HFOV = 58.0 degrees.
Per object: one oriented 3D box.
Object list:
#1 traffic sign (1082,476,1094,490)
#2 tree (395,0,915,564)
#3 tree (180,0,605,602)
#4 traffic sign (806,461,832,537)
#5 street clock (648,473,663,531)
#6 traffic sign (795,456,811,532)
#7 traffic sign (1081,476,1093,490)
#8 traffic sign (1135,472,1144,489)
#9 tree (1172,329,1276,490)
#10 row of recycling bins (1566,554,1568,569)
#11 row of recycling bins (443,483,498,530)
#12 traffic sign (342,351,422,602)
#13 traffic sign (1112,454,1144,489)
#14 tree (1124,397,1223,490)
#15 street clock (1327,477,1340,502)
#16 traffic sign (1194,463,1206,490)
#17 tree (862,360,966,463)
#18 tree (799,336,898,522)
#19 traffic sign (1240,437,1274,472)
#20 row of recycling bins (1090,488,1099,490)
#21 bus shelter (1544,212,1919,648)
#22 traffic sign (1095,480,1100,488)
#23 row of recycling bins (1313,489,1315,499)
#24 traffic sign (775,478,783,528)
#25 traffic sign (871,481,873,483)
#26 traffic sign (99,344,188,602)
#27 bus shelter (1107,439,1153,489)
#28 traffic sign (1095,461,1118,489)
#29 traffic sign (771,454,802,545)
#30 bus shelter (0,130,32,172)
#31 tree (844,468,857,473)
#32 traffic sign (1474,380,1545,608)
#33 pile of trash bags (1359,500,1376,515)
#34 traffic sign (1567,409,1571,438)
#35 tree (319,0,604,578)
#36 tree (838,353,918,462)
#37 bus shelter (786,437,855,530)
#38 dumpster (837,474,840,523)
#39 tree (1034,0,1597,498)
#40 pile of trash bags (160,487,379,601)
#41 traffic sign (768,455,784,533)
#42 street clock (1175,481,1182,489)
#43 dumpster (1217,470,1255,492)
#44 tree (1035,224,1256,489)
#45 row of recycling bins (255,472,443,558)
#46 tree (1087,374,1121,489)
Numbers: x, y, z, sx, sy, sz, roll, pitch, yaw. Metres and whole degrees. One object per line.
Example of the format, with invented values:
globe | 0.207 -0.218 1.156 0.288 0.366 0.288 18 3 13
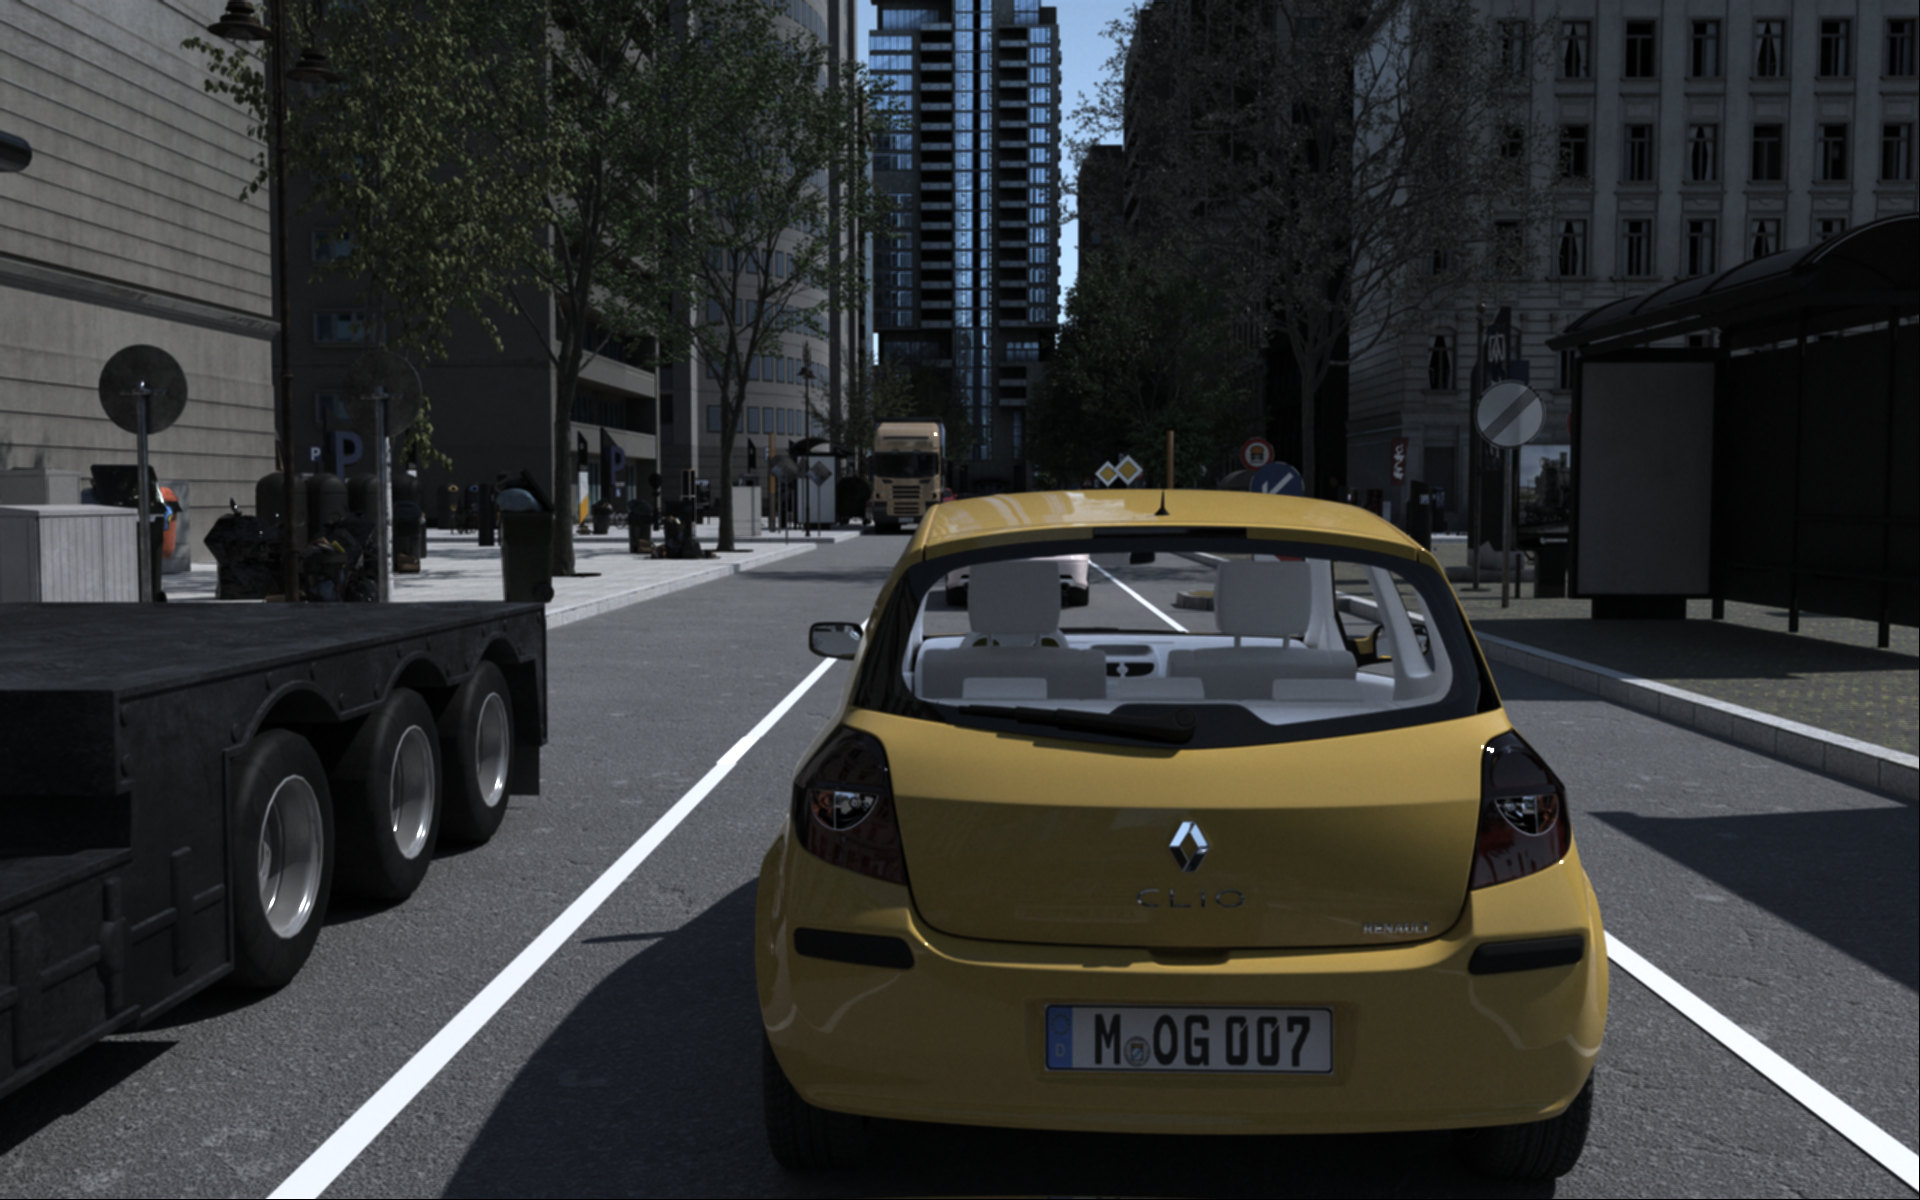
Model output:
traffic sign | 8.943 -7.426 121.424 0.884 2.594 0.081 0 4 3
tree | -5.022 -6.874 38.145 9.928 11.665 9.643 0 3 0
tree | -6.194 -4.212 19.230 4.737 8.622 4.395 0 3 0
traffic sign | -4.229 -2.957 51.983 0.795 2.450 0.064 0 4 1
street clock | -10.623 -3.420 60.490 0.471 2.002 0.358 0 4 -1
traffic sign | -5.325 -3.596 58.793 0.884 2.594 0.081 1 4 9
traffic sign | 9.074 -7.574 123.833 0.884 2.594 0.081 0 4 4
traffic sign | 6.357 -3.810 62.395 0.768 2.556 0.104 1 4 10
tree | 11.816 -7.799 77.882 4.737 8.622 4.395 0 3 0
row of recycling bins | 11.303 -1.311 28.547 1.069 1.692 3.534 -1 4 -23
row of recycling bins | -17.203 -3.420 63.032 3.534 1.692 1.069 -1 4 -11
traffic sign | -5.148 -0.936 15.413 0.768 2.556 0.104 1 4 11
traffic sign | 4.240 -2.456 43.793 0.795 2.450 0.064 0 4 1
tree | 7.307 -4.571 58.448 4.285 4.588 4.351 0 3 0
street clock | 15.688 -4.176 72.840 0.471 2.002 0.358 2 4 33
traffic sign | 8.468 -3.804 62.308 0.768 2.556 0.104 0 4 2
tree | -3.125 -11.325 119.583 7.601 10.594 8.767 -1 4 -18
tree | -5.054 -7.952 80.375 4.360 8.622 3.978 0 3 0
traffic sign | 6.691 -2.385 39.102 0.768 2.556 0.104 0 4 2
row of recycling bins | 9.470 -6.605 115.100 1.069 1.692 3.534 2 4 27
bus shelter | 6.999 -1.302 15.207 2.014 3.302 5.546 0 4 1
traffic sign | 9.540 -7.155 119.106 0.606 2.300 0.079 0 4 2
row of recycling bins | 11.448 -3.440 63.362 3.534 1.692 1.069 -2 4 -23
traffic sign | -6.734 -3.863 65.296 0.606 2.300 0.079 0 4 4
traffic sign | -5.216 -6.389 104.471 0.884 2.594 0.081 0 4 8
traffic sign | -6.963 -0.897 14.775 0.768 2.556 0.104 0 4 2
bus shelter | 7.613 -5.251 77.137 1.731 3.624 6.357 0 4 1
traffic sign | 4.413 -2.944 51.776 0.795 2.450 0.064 0 4 1
traffic sign | -4.402 -2.468 44.000 0.795 2.450 0.064 0 4 1
bus shelter | -6.583 -1.721 5.766 2.179 5.291 8.768 0 4 1
tree | -6.877 -7.207 112.433 1.663 3.219 1.824 0 3 0
traffic sign | 6.151 -1.183 19.455 0.768 2.556 0.104 0 4 8
pile of trash bags | 27.981 -6.891 122.414 3.447 1.369 1.912 2 4 25
traffic sign | 7.997 -1.324 21.755 0.768 2.556 0.104 1 4 11
tree | -6.034 -6.172 26.666 9.928 11.665 9.643 0 3 0
tree | -4.117 -8.522 89.698 4.737 8.622 4.395 0 3 0
bus shelter | -5.124 -4.304 64.289 2.014 3.302 5.546 0 4 1
dumpster | -5.841 -4.523 76.445 1.502 2.255 1.985 0 4 1
tree | 6.595 -7.459 32.332 12.009 13.543 11.850 0 3 0
pile of trash bags | -8.891 -0.736 21.788 3.447 1.369 1.912 1 4 11
traffic sign | -5.898 -3.446 56.443 0.768 2.556 0.104 1 4 11
street clock | 9.485 -4.321 75.211 0.471 2.002 0.358 -1 4 -20
dumpster | 6.925 -2.193 41.619 1.264 1.857 1.865 0 4 1
tree | 7.538 -8.639 67.010 9.928 11.665 9.643 0 3 0
row of recycling bins | -11.859 -1.612 33.472 1.069 1.692 3.534 2 4 35
tree | 8.521 -9.102 99.177 4.737 8.622 4.395 0 3 0
